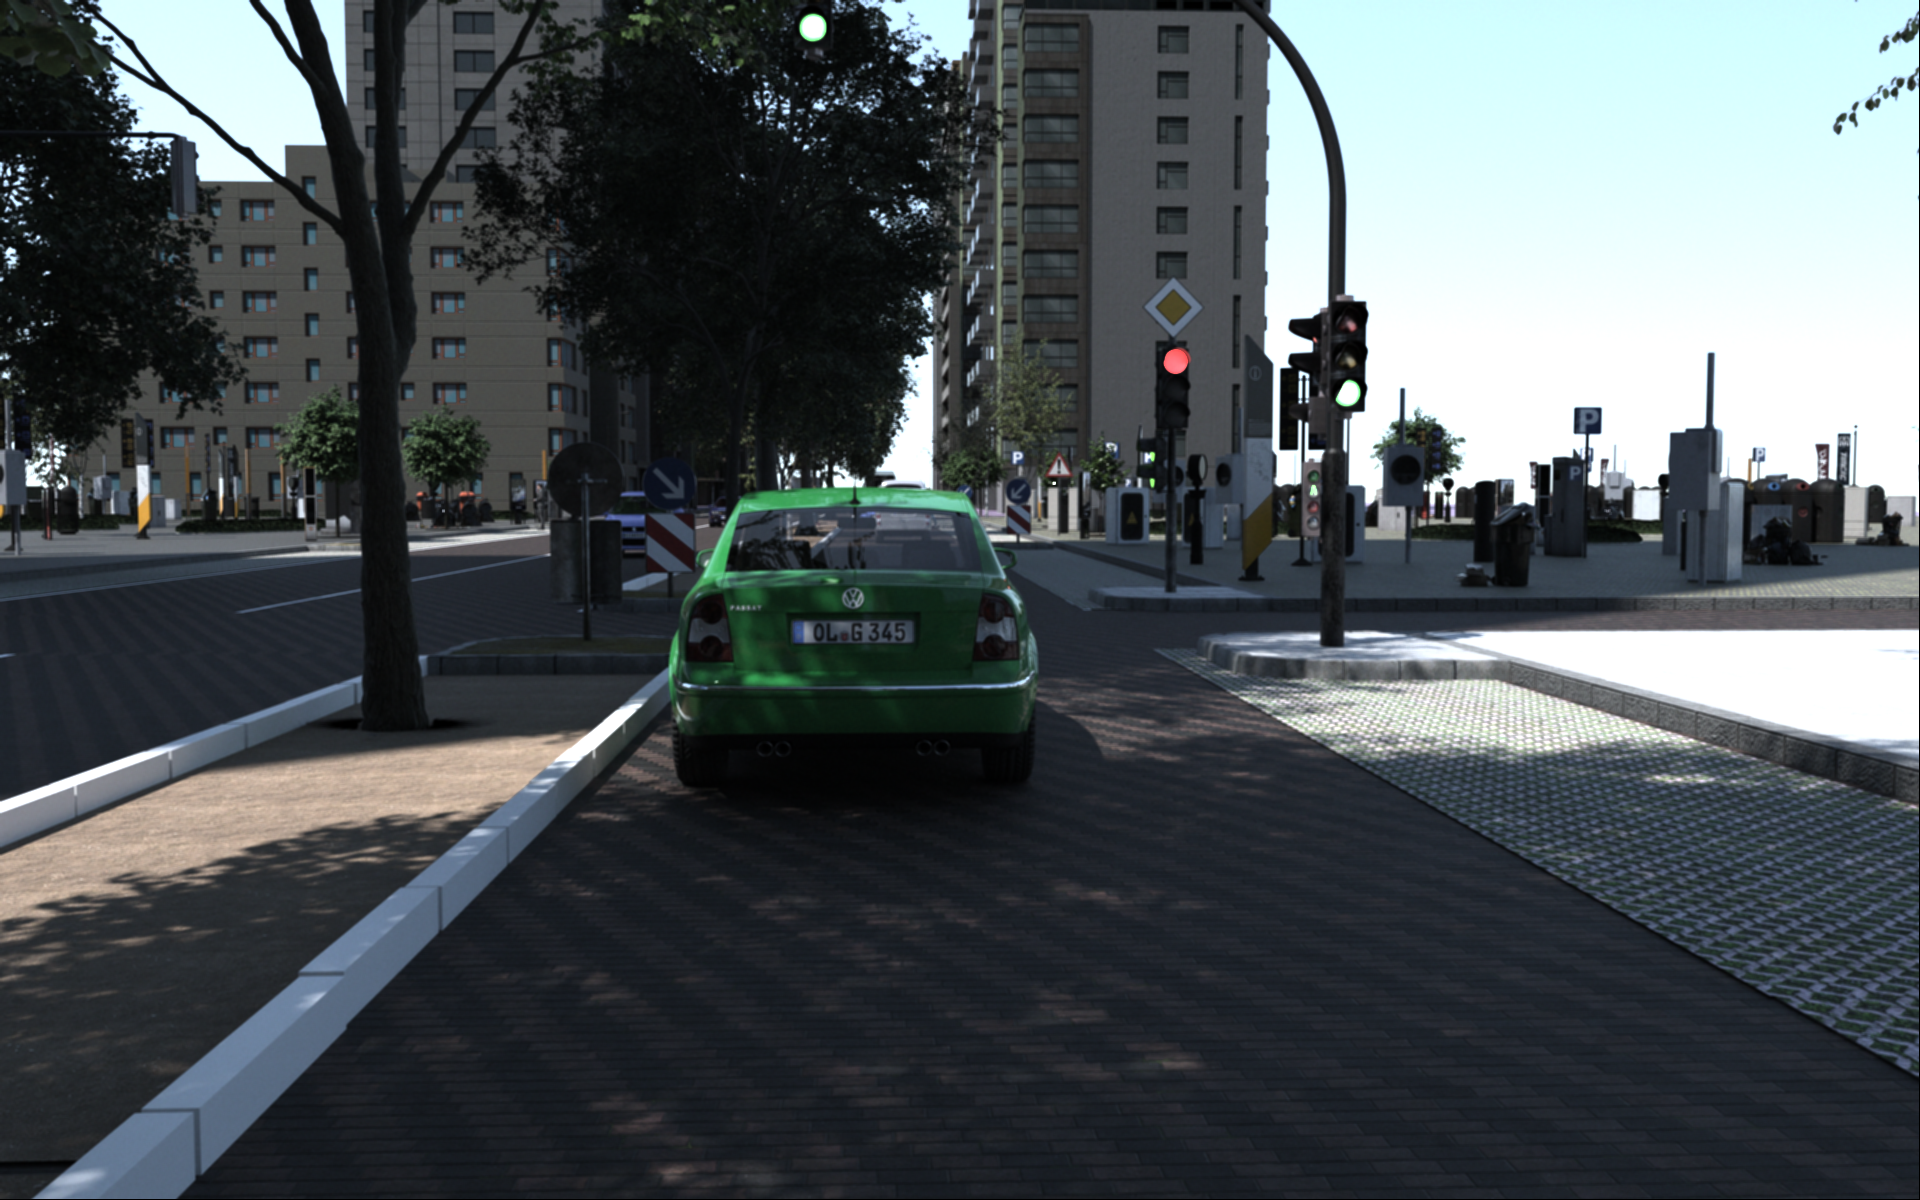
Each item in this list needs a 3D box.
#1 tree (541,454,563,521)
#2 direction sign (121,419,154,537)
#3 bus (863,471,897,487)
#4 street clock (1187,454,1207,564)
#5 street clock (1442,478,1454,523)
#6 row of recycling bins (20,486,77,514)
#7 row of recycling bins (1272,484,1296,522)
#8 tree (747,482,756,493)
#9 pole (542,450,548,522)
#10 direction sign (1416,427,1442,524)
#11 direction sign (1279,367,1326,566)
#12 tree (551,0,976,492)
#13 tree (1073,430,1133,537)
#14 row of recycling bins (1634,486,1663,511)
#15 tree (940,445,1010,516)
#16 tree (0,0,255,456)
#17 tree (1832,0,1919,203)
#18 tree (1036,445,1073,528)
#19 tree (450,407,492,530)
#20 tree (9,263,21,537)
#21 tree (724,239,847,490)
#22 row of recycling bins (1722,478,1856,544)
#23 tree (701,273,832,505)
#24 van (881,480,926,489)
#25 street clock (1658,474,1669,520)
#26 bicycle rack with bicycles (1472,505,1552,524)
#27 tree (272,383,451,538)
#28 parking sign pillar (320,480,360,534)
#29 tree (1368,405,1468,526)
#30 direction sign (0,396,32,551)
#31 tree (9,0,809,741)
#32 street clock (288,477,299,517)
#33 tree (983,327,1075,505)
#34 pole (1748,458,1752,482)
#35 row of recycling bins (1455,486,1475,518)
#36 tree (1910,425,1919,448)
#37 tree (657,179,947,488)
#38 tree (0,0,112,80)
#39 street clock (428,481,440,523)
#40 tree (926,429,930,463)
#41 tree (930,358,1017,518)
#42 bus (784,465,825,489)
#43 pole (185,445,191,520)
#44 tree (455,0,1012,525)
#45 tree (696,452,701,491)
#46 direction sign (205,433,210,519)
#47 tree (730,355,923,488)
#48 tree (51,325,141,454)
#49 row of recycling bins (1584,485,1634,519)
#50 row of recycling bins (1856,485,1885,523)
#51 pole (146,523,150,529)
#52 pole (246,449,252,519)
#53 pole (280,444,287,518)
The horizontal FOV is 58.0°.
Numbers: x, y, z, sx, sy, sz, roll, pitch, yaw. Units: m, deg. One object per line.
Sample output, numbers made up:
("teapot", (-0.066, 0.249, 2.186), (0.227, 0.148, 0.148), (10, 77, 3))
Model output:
("tree", (-19.458, -5.468, 83.997), (1.663, 3.219, 1.824), (0, 3, 0))
("direction sign", (-24.787, -3.686, 52.264), (0.876, 3.537, 0.379), (-2, 4, -26))
("bus", (-6.528, -8.982, 141.720), (2.948, 3.499, 13.247), (0, 4, -3))
("street clock", (4.338, -1.658, 31.684), (0.358, 2.002, 0.471), (2, 4, 26))
("street clock", (21.905, -4.476, 77.745), (0.358, 2.002, 0.471), (-3, 4, -37))
("row of recycling bins", (-46.663, -4.978, 88.499), (3.534, 1.692, 1.069), (1, 4, 17))
("row of recycling bins", (12.880, -3.812, 69.445), (1.069, 1.692, 3.534), (-3, 5, -39))
("tree", (-26.094, -13.488, 215.127), (1.663, 3.219, 1.824), (0, 3, 0))
("pole", (-19.346, -5.316, 80.755), (0.158, 3.312, 0.155), (0, 3, 0))
("direction sign", (15.949, -4.098, 58.993), (0.876, 3.537, 0.379), (0, 4, -7))
("direction sign", (6.126, -2.382, 30.939), (0.876, 3.537, 0.379), (2, 4, 27))
("tree", (-4.033, -7.781, 36.325), (9.857, 13.997, 8.962), (0, 3, 0))
("tree", (4.386, -3.526, 52.257), (1.663, 3.219, 1.824), (0, 3, 0))
("row of recycling bins", (35.665, -5.146, 91.247), (3.534, 1.692, 1.069), (-1, 4, -18))
("tree", (1.143, -7.150, 100.618), (4.285, 4.588, 4.351), (0, 3, 0))
("tree", (-16.936, -6.845, 28.932), (9.611, 12.733, 9.660), (0, 3, 0))
("tree", (6.475, -3.663, 10.250), (4.360, 8.622, 3.978), (0, 3, 0))
("tree", (3.557, -4.388, 66.353), (1.663, 3.219, 1.824), (0, 3, 0))
("tree", (-18.309, -4.764, 61.606), (4.285, 4.588, 4.351), (0, 3, 0))
("tree", (-28.090, -6.200, 51.735), (4.737, 8.622, 4.395), (0, 3, 0))
("tree", (-4.490, -5.576, 43.979), (4.360, 8.622, 3.978), (0, 3, 0))
("row of recycling bins", (21.379, -2.329, 45.200), (3.534, 1.692, 1.069), (-1, 4, -13))
("tree", (-4.977, -5.954, 50.168), (4.737, 8.622, 4.395), (0, 3, 0))
("van", (-1.703, -2.726, 51.575), (2.013, 2.044, 4.112), (0, 4, -2))
("street clock", (25.043, -3.487, 61.579), (0.358, 2.002, 0.471), (-1, 4, -15))
("bicycle rack with bicycles", (17.824, -2.558, 55.205), (2.925, 0.926, 2.852), (1, 4, 18))
("tree", (-18.201, -4.098, 50.716), (4.285, 4.588, 4.351), (0, 3, 0))
("parking sign pillar", (-19.869, -4.116, 55.771), (1.447, 3.967, 1.447), (2, 4, 32))
("tree", (16.614, -4.857, 63.133), (4.285, 4.588, 4.351), (0, 3, 0))
("direction sign", (-21.465, -2.886, 39.175), (0.876, 3.537, 0.379), (-3, 5, -42))
("tree", (-3.567, -5.023, 10.333), (9.928, 11.665, 9.643), (0, 3, 0))
("street clock", (-27.882, -4.153, 72.473), (0.471, 2.002, 0.358), (3, 4, 39))
("tree", (2.983, -7.687, 76.046), (4.737, 8.622, 4.395), (0, 3, 0))
("pole", (44.741, -6.381, 98.166), (0.158, 3.312, 0.155), (0, 3, 0))
("row of recycling bins", (27.895, -5.214, 92.363), (1.069, 1.692, 3.534), (-2, 4, -34))
("tree", (26.972, -3.789, 45.666), (4.285, 4.588, 4.351), (0, 3, 0))
("tree", (-5.272, -8.544, 59.158), (9.611, 12.733, 9.660), (0, 3, 0))
("tree", (-2.716, -4.952, 1.545), (7.486, 12.596, 7.792), (0, 3, 0))
("street clock", (-23.046, -4.365, 75.936), (0.471, 2.002, 0.358), (0, 4, 5))
("tree", (-1.613, -14.147, 181.668), (4.360, 8.622, 3.978), (0, 3, 0))
("tree", (1.200, -8.725, 93.012), (4.360, 8.622, 3.978), (0, 3, 0))
("bus", (-11.625, -8.495, 130.447), (2.896, 3.916, 12.252), (0, 4, -4))
("pole", (-31.991, -4.765, 71.749), (0.158, 3.312, 0.155), (0, 3, 0))
("tree", (-3.572, -5.460, 26.138), (8.767, 10.594, 7.601), (0, 4, -3))
("tree", (-24.754, -13.596, 172.656), (4.737, 8.622, 4.395), (0, 3, 0))
("direction sign", (-28.254, -4.471, 65.100), (0.379, 3.537, 0.876), (-2, 4, -32))
("tree", (-6.939, -10.348, 82.010), (12.009, 13.543, 11.850), (0, 3, 0))
("tree", (-33.480, -7.067, 65.903), (4.360, 8.622, 3.978), (0, 3, 0))
("row of recycling bins", (28.481, -4.317, 77.698), (3.534, 1.692, 1.069), (-2, 4, -30))
("row of recycling bins", (39.518, -4.313, 77.630), (3.534, 1.692, 1.069), (3, 5, 43))
("pole", (-30.085, -4.288, 63.959), (0.158, 3.312, 0.155), (0, 3, 0))
("pole", (-32.087, -5.155, 78.125), (0.158, 3.312, 0.155), (0, 3, 0))
("pole", (-27.621, -4.702, 70.725), (0.158, 3.312, 0.155), (0, 3, 0))
